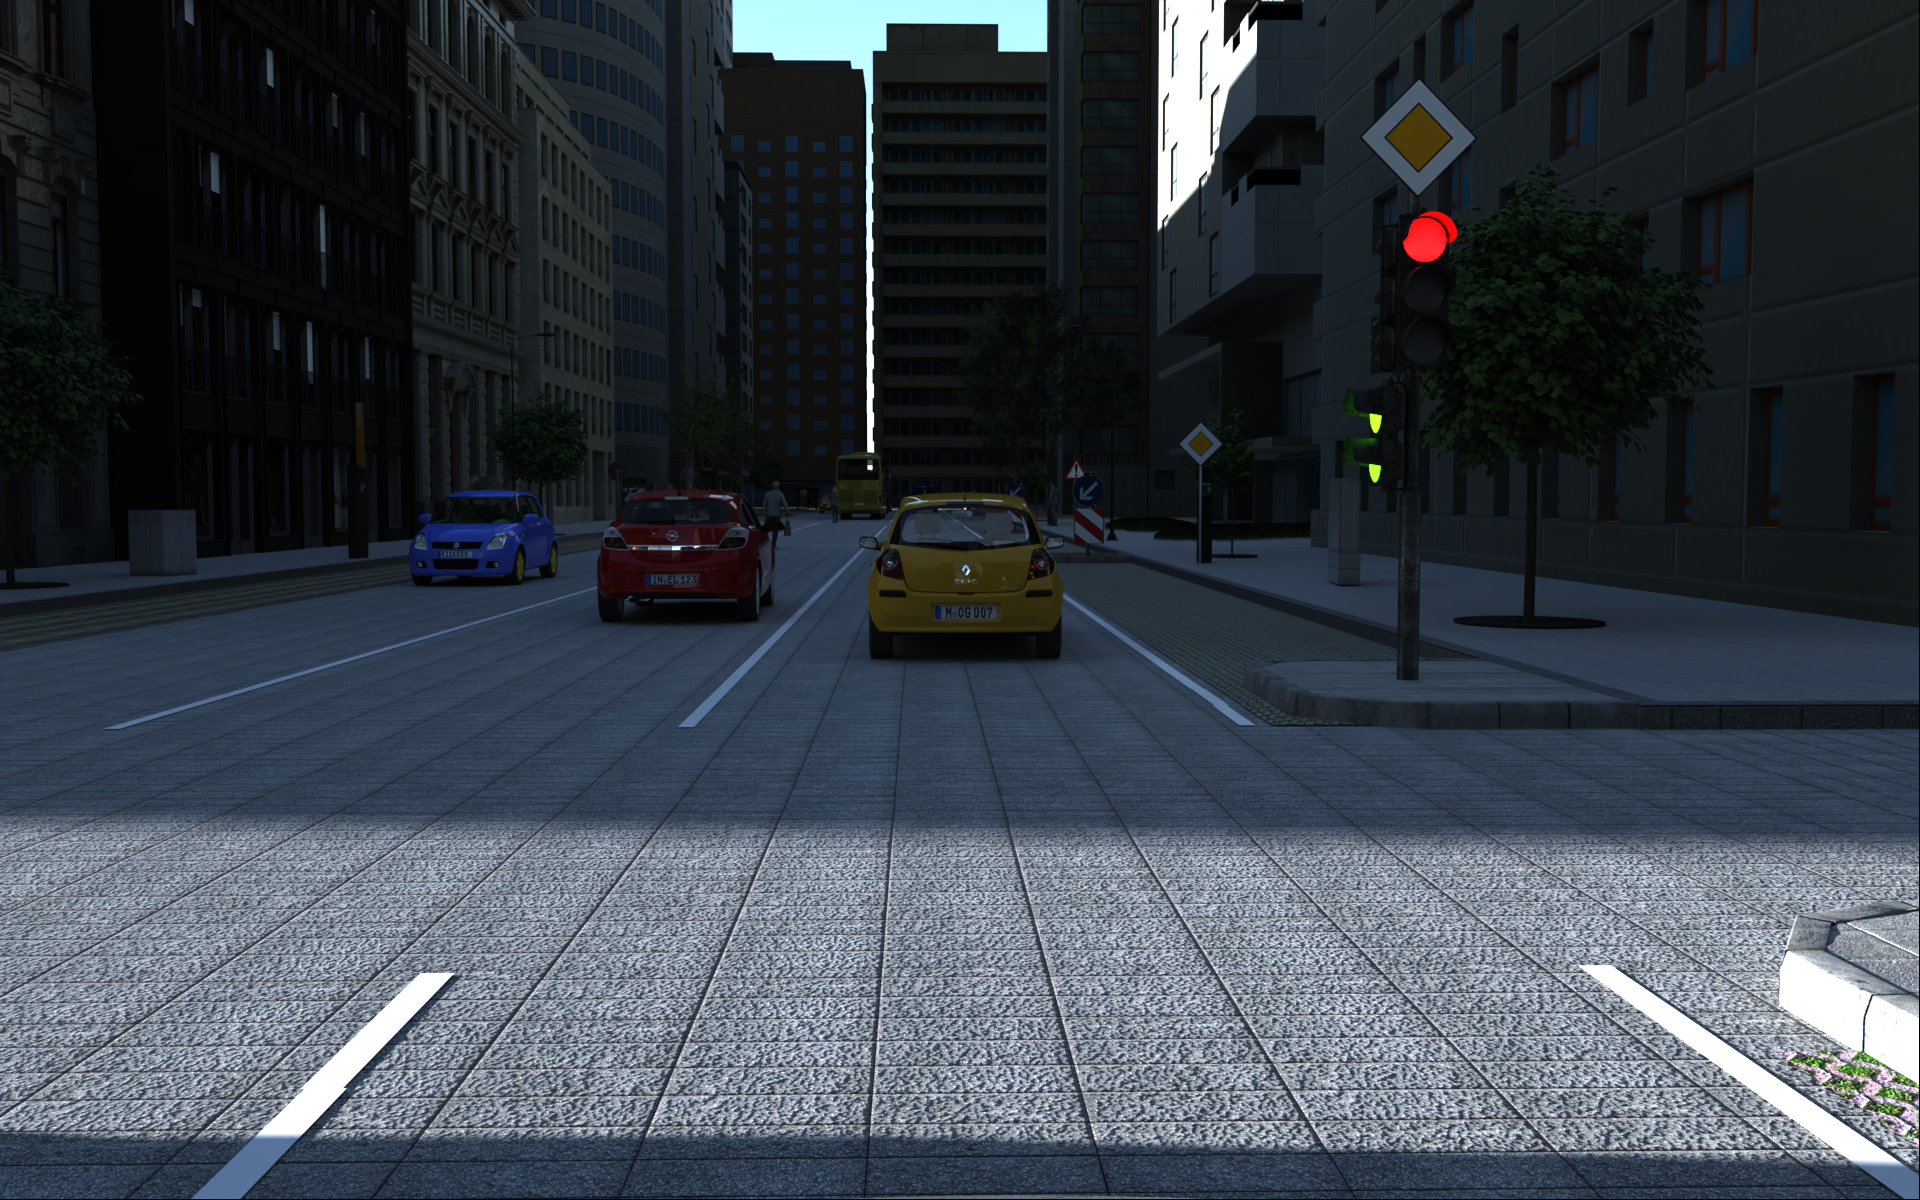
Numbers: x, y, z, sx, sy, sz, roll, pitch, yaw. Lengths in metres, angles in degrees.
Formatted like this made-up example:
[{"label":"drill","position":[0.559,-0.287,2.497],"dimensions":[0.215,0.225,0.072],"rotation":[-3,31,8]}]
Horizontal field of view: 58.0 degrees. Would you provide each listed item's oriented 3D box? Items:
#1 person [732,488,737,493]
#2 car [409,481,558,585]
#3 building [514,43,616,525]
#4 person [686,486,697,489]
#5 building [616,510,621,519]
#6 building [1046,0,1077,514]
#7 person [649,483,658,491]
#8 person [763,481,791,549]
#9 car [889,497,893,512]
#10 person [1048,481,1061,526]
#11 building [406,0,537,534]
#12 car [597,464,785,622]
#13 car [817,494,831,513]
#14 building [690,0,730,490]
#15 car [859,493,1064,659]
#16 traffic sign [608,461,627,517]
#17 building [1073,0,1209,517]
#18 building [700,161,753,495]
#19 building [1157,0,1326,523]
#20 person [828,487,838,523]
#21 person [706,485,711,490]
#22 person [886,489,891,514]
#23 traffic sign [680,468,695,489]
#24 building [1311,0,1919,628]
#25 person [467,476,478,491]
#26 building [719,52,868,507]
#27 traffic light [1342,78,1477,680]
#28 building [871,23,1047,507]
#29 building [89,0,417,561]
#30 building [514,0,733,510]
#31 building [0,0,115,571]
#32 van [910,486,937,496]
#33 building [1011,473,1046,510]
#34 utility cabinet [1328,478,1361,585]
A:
[{"label":"person","position":[-16.718,-7.438,128.470],"dimensions":[1.217,1.723,0.721],"rotation":[1,4,17]},{"label":"car","position":[-7.772,-1.150,28.390],"dimensions":[1.945,1.707,3.694],"rotation":[0,4,-1]},{"label":"building","position":[-22.077,-13.587,76.894],"dimensions":[10.420,20.320,16.860],"rotation":[0,4,-1]},{"label":"person","position":[-14.277,-5.251,92.702],"dimensions":[0.445,1.727,0.742],"rotation":[2,4,35]},{"label":"building","position":[-27.858,-34.094,99.432],"dimensions":[21.231,58.520,28.212],"rotation":[0,4,-1]},{"label":"building","position":[16.604,-35.447,121.561],"dimensions":[21.231,58.520,28.212],"rotation":[0,4,-1]},{"label":"person","position":[-9.083,-2.550,50.784],"dimensions":[0.593,1.750,0.643],"rotation":[-3,5,-39]},{"label":"person","position":[-4.753,-2.200,44.961],"dimensions":[0.782,1.767,0.515],"rotation":[1,4,8]},{"label":"car","position":[-6.458,-7.920,141.502],"dimensions":[2.014,1.417,4.499],"rotation":[0,4,-3]},{"label":"person","position":[3.776,-3.876,69.514],"dimensions":[0.391,1.810,0.635],"rotation":[2,4,26]},{"label":"building","position":[-21.885,-14.040,58.430],"dimensions":[11.050,23.489,19.941],"rotation":[0,4,-1]},{"label":"car","position":[-3.226,-0.728,20.941],"dimensions":[2.155,1.783,4.494],"rotation":[0,4,-3]},{"label":"car","position":[-9.599,-7.281,129.271],"dimensions":[2.015,1.641,3.980],"rotation":[0,3,0]},{"label":"building","position":[-32.075,-32.961,128.158],"dimensions":[28.713,52.752,27.495],"rotation":[0,4,-1]},{"label":"car","position":[0.023,-0.384,16.506],"dimensions":[2.015,1.641,3.980],"rotation":[0,4,-1]},{"label":"traffic sign","position":[-13.382,-4.133,67.673],"dimensions":[0.768,2.556,0.104],"rotation":[0,4,3]},{"label":"building","position":[13.492,-20.154,101.216],"dimensions":[14.160,30.474,14.107],"rotation":[0,4,-1]},{"label":"building","position":[-25.578,-23.316,152.911],"dimensions":[14.107,30.474,14.160],"rotation":[0,4,-1]},{"label":"building","position":[22.975,-29.274,67.875],"dimensions":[28.713,52.752,27.495],"rotation":[0,4,-1]},{"label":"person","position":[-6.308,-4.734,86.078],"dimensions":[0.537,1.800,0.526],"rotation":[-1,4,-20]},{"label":"person","position":[-16.098,-6.378,110.194],"dimensions":[0.599,1.838,0.709],"rotation":[-2,4,-28]},{"label":"person","position":[-5.287,-7.215,126.434],"dimensions":[0.705,1.831,1.348],"rotation":[-1,4,-15]},{"label":"traffic sign","position":[-13.371,-5.192,84.998],"dimensions":[0.768,2.556,0.104],"rotation":[0,3,0]},{"label":"building","position":[23.358,-11.207,28.270],"dimensions":[28.899,21.520,27.650],"rotation":[0,4,-1]},{"label":"person","position":[-13.927,-2.639,49.376],"dimensions":[0.526,1.800,0.537],"rotation":[2,4,30]},{"label":"building","position":[-16.867,-32.377,179.481],"dimensions":[14.200,45.320,14.600],"rotation":[0,4,-1]},{"label":"traffic light","position":[3.082,-1.404,11.884],"dimensions":[0.839,4.253,0.868],"rotation":[0,4,-1]},{"label":"building","position":[1.619,-34.222,183.235],"dimensions":[21.600,48.544,21.300],"rotation":[0,4,-1]},{"label":"building","position":[-21.320,-12.877,40.225],"dimensions":[12.332,23.373,15.834],"rotation":[0,4,-1]},{"label":"building","position":[-38.157,-39.162,182.302],"dimensions":[28.212,58.520,21.231],"rotation":[0,4,-1]},{"label":"building","position":[-20.545,-10.651,23.293],"dimensions":[9.793,20.994,18.267],"rotation":[0,4,-1]},{"label":"van","position":[-2.624,-7.655,129.545],"dimensions":[2.240,2.365,5.245],"rotation":[0,4,-2]},{"label":"building","position":[20.746,-27.914,148.280],"dimensions":[32.217,40.220,23.993],"rotation":[0,4,-1]},{"label":"utility cabinet","position":[5.466,-0.973,24.595],"dimensions":[0.318,1.500,1.173],"rotation":[0,4,5]}]
